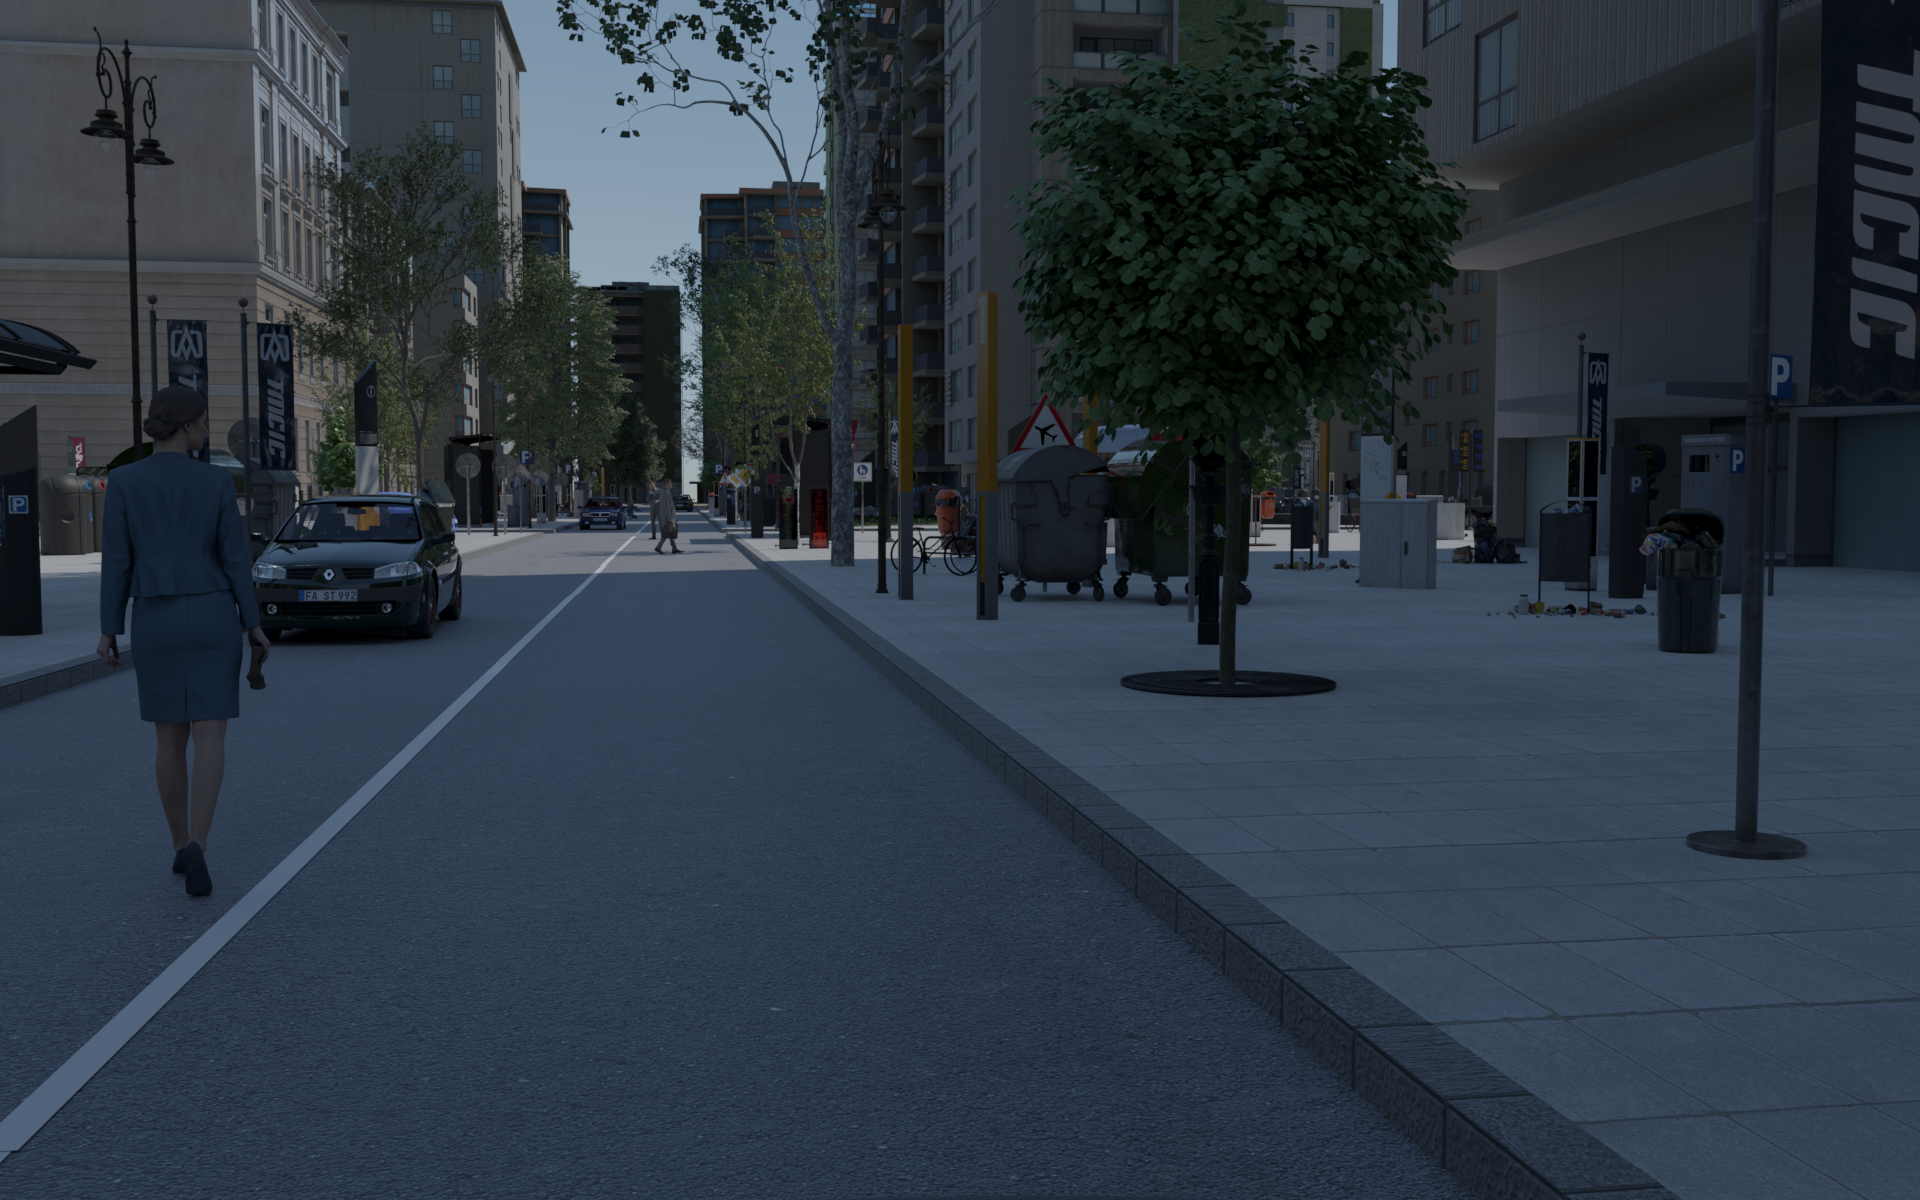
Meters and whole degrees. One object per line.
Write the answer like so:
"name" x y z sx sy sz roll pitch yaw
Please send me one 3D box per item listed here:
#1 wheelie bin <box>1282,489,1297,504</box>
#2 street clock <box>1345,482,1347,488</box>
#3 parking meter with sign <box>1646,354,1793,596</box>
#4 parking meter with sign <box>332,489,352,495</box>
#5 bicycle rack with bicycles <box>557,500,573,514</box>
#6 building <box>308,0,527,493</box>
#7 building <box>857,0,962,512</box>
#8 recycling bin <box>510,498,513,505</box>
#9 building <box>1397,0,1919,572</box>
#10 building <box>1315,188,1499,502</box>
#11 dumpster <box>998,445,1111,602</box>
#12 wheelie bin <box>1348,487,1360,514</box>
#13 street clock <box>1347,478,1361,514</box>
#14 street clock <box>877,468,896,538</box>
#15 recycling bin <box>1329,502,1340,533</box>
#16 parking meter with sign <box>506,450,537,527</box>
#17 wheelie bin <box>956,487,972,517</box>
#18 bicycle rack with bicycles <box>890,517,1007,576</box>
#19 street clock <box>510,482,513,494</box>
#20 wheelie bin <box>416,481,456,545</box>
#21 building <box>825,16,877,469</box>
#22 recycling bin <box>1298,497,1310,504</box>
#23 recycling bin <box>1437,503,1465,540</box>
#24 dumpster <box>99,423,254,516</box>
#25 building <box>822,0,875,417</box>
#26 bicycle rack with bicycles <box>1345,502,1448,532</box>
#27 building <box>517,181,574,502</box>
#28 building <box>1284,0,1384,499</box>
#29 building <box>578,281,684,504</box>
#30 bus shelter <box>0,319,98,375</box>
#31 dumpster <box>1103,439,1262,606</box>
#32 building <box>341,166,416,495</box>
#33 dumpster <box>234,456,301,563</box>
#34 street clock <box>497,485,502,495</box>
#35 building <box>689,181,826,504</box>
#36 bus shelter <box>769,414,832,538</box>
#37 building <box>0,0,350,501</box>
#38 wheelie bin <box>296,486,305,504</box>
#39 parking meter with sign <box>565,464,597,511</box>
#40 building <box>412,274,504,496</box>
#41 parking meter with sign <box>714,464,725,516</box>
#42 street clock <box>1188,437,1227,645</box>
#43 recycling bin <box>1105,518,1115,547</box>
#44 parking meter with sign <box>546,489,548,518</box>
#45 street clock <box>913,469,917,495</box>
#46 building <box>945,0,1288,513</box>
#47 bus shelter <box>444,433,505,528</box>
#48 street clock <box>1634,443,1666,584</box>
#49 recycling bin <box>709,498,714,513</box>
"wheelie bin" 20.499 -6.099 107.626 0.980 1.594 0.693 2 4 27
"street clock" 20.166 -5.193 89.471 0.358 2.002 0.471 -3 5 -44
"parking meter with sign" 9.763 -1.601 22.436 0.543 3.016 1.738 -2 4 -34
"parking meter with sign" -24.503 -4.425 68.616 1.738 3.016 0.543 -3 5 -40
"bicycle rack with bicycles" -26.819 -6.148 113.901 2.852 0.926 2.925 -3 4 -38
"building" -60.988 -36.381 184.065 27.495 52.752 28.713 -1 4 -9
"building" 4.548 -28.383 118.693 22.147 44.769 28.867 -1 4 -9
"recycling bin" -29.345 -6.247 114.699 0.722 1.027 0.722 0 4 -1
"building" 25.730 -26.949 29.858 28.713 52.752 27.495 -1 4 -9
"building" 38.669 -15.372 96.378 28.899 21.520 27.650 -1 4 -9
"dumpster" 1.085 -0.949 21.279 1.264 1.857 1.865 -1 4 -9
"wheelie bin" 17.183 -4.107 75.052 0.693 1.594 0.980 1 4 16
"street clock" 18.252 -4.610 79.949 0.471 2.002 0.358 0 4 -1
"street clock" -2.006 -2.619 47.395 0.471 2.002 0.358 2 4 32
"recycling bin" 12.227 -2.747 57.471 0.722 1.027 0.722 1 4 16
"parking meter with sign" -17.295 -4.390 68.035 0.543 3.016 1.738 0 4 6
"wheelie bin" 0.083 -4.166 76.026 0.980 1.594 0.693 3 5 40
"bicycle rack with bicycles" 0.707 -0.878 27.738 2.925 0.926 2.852 3 4 36
"street clock" -23.322 -5.280 90.896 0.358 2.002 0.471 3 5 44
"wheelie bin" -12.277 -1.990 40.451 0.693 1.594 0.980 2 4 28
"building" -4.258 -28.727 153.275 14.154 41.232 14.086 -1 4 -9
"recycling bin" 25.399 -7.058 127.948 0.722 1.027 0.722 2 4 24
"recycling bin" 13.674 -2.209 48.670 0.722 1.027 0.722 -3 4 -37
"dumpster" -10.516 -1.272 23.298 1.502 2.255 1.985 -1 4 -9
"building" -6.242 -53.623 189.401 22.319 86.520 31.000 -1 4 -9
"bicycle rack with bicycles" 14.270 -2.668 57.006 2.852 0.926 2.925 0 4 -8
"building" -67.971 -35.653 237.548 28.867 44.769 22.147 -1 4 -9
"building" 32.193 -40.360 201.884 28.212 58.520 21.231 -1 4 -9
"building" -45.366 -28.565 238.742 14.107 30.474 14.160 -1 4 -9
"bus shelter" -10.777 -1.456 17.727 2.014 3.302 5.546 -1 4 -9
"dumpster" 2.607 -1.110 20.637 1.502 2.255 1.985 -1 4 -9
"building" -41.916 -17.672 108.018 14.460 24.649 34.723 -1 4 -9
"dumpster" -11.201 -1.314 27.242 1.264 1.857 1.865 -1 4 -9
"street clock" -35.663 -7.907 133.842 0.471 2.002 0.358 -1 4 -10
"building" -23.906 -36.123 245.232 28.867 44.769 22.147 -1 4 -9
"bus shelter" -4.885 -3.815 53.656 1.731 3.624 6.357 -1 4 -9
"building" -37.068 -18.037 80.815 13.634 28.700 20.117 -1 4 -9
"wheelie bin" -25.046 -3.500 65.136 0.980 1.594 0.693 3 5 43
"parking meter with sign" -22.309 -6.462 101.915 0.543 3.016 1.738 3 5 43
"building" -54.908 -18.567 148.616 27.650 21.520 28.899 -1 4 -9
"parking meter with sign" -14.062 -6.452 101.752 0.543 3.016 1.738 0 4 -2
"street clock" 2.128 -0.623 14.764 0.471 2.002 0.358 1 4 9
"recycling bin" 3.845 -1.804 42.048 0.722 1.027 0.722 -2 4 -35
"parking meter with sign" -23.419 -6.018 94.663 1.738 3.016 0.543 0 4 -2
"street clock" -1.409 -2.611 47.254 0.471 2.002 0.358 0 4 4
"building" 7.081 -24.554 85.058 14.086 41.232 14.154 -1 4 -9
"bus shelter" -19.366 -4.775 69.351 1.731 3.624 6.357 -1 4 -9
"street clock" 9.805 -1.233 24.734 0.358 2.002 0.471 -1 4 -22
"recycling bin" -16.908 -6.572 120.009 0.722 1.027 0.722 -3 5 -43
